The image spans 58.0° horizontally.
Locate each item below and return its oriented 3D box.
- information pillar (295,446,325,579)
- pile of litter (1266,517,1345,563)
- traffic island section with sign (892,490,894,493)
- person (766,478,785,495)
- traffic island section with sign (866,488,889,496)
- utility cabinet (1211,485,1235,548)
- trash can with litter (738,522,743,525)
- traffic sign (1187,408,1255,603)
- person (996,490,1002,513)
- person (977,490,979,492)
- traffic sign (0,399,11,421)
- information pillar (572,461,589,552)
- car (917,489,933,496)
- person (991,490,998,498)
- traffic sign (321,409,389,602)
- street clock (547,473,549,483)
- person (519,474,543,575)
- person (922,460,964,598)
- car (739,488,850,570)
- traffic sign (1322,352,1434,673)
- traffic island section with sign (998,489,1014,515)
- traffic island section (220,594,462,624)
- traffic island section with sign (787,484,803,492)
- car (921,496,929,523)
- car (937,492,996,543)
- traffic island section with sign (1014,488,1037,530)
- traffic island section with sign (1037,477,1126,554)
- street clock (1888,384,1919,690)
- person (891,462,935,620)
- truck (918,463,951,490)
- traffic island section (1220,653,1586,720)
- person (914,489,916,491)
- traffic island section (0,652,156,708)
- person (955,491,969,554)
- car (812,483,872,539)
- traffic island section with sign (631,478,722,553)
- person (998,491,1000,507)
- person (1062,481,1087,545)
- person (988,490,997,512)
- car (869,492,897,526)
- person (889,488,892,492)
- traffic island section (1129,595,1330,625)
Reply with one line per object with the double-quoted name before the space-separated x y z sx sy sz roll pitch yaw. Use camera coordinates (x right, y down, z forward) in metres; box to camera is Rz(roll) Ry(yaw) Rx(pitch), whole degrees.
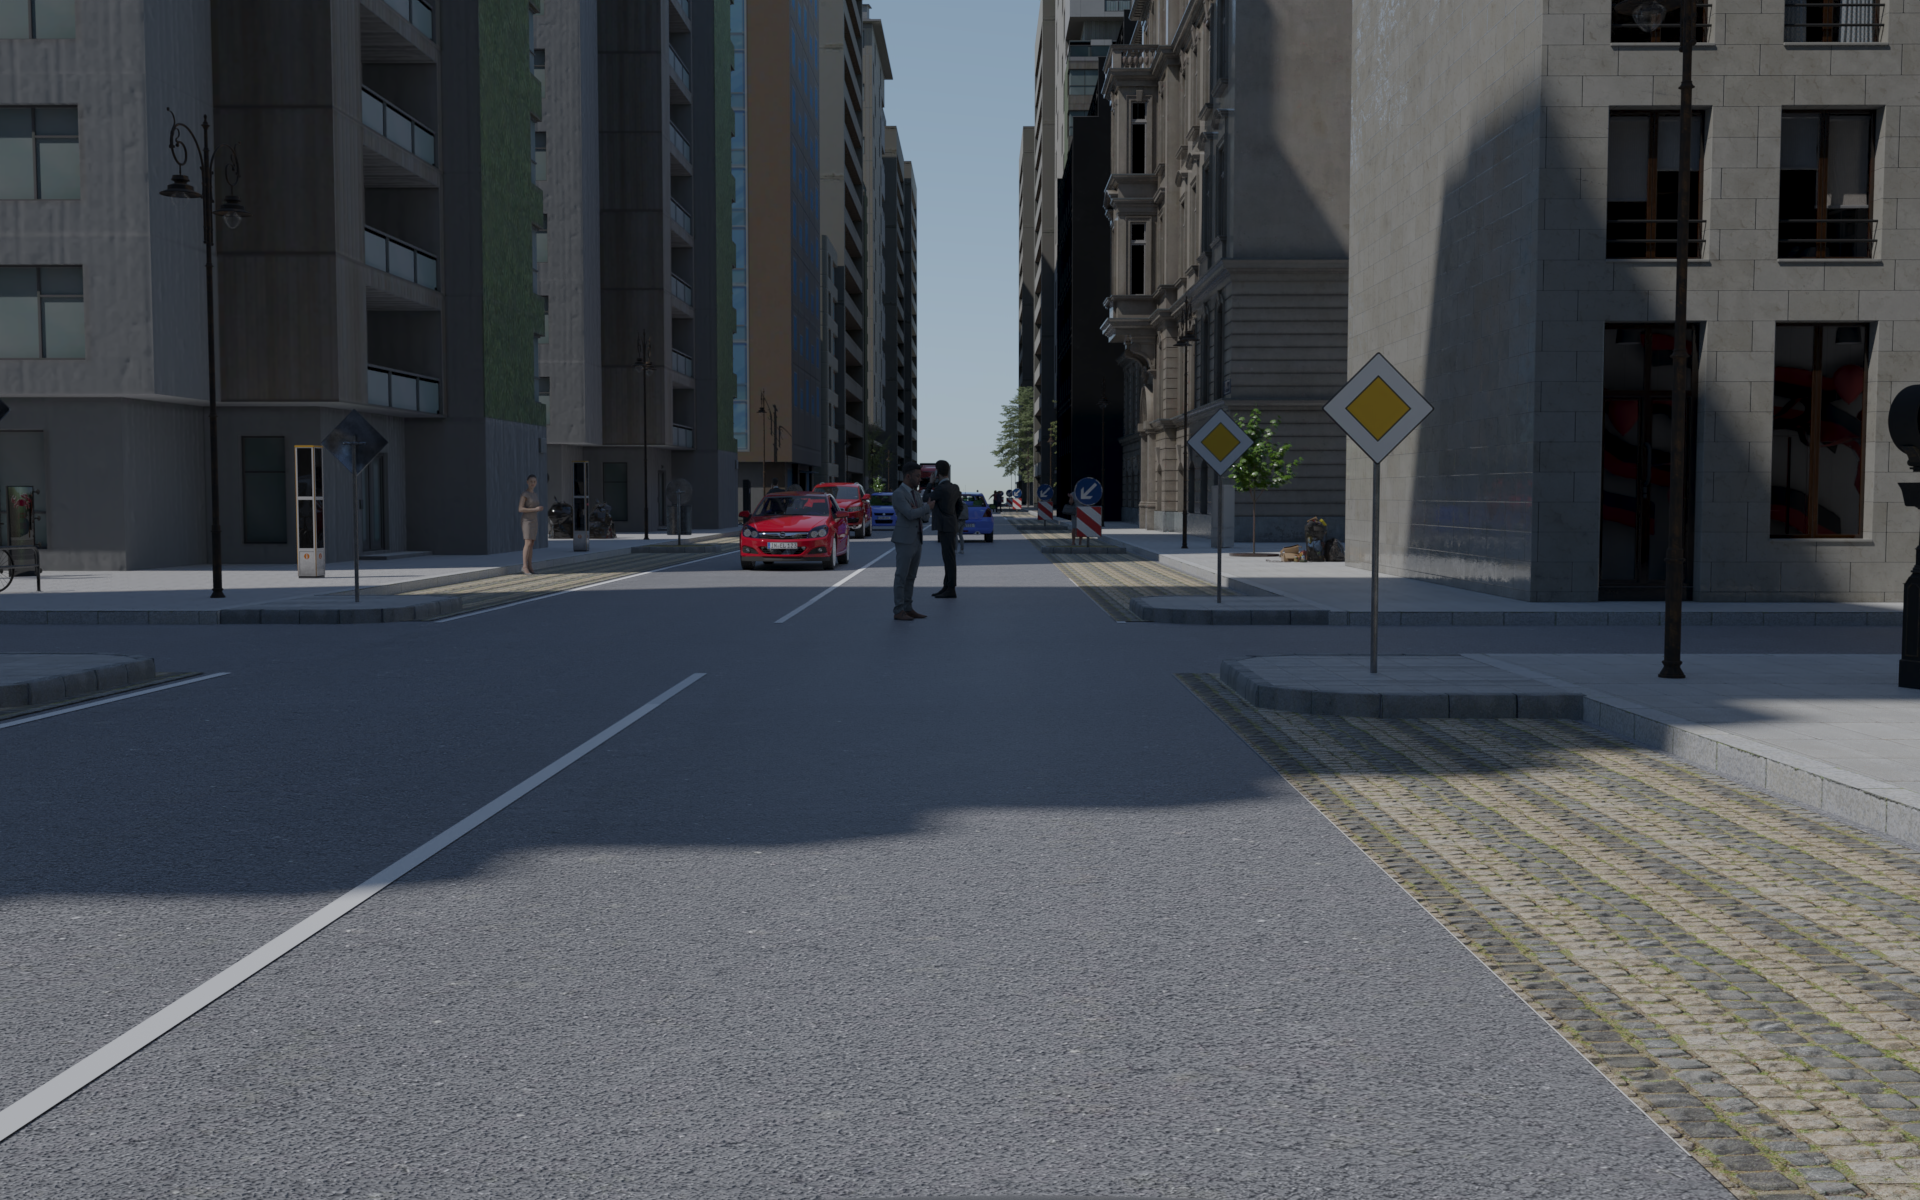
"information pillar" -9.895 -1.339 26.377 0.304 2.012 0.304 0 4 6
"pile of litter" 6.605 -1.160 32.936 1.719 0.858 1.176 0 4 -4
"traffic island section with sign" -5.816 -8.471 147.133 1.989 1.847 2.006 0 4 1
"person" -5.302 -2.589 50.187 0.648 1.900 0.474 -3 5 -41
"traffic island section with sign" -6.117 -6.778 119.444 1.989 1.847 2.006 0 4 1
"utility cabinet" 6.272 -2.000 41.384 0.318 1.500 1.173 1 4 21
"trash can with litter" -9.410 -3.701 71.562 1.678 1.210 2.233 -1 4 -16
"traffic sign" 3.049 -1.021 20.342 0.795 2.450 0.064 0 4 1
"person" 3.064 -7.639 134.312 0.530 1.710 0.541 -3 5 -40
"person" 1.596 -9.197 158.899 0.705 1.821 1.348 -3 5 -41
"traffic sign" -7.229 -0.541 12.487 0.795 2.450 0.064 0 4 1
"information pillar" -8.452 -2.086 38.605 0.304 2.012 0.304 0 4 1
"car" -2.931 -8.302 144.403 2.281 1.827 5.304 0 4 1
"person" 3.395 -9.589 165.368 1.348 1.812 0.705 -2 4 -30
"traffic sign" -7.144 -1.029 20.471 0.795 2.450 0.064 0 4 1
"street clock" -12.660 -2.922 52.344 0.471 2.002 0.358 0 4 -1
"person" -7.591 -1.335 30.672 0.374 1.781 0.599 1 4 18
"person" -0.249 -0.981 23.906 0.474 1.900 0.648 1 4 16
"car" -3.215 -1.535 34.135 2.155 1.783 4.494 0 4 2
"traffic sign" 2.964 -0.533 12.358 0.795 2.450 0.064 0 4 1
"traffic island section with sign" 3.814 -6.797 119.759 1.989 1.847 2.006 0 4 1
"traffic island section" -7.168 0.107 20.533 2.009 0.180 2.903 0 4 1
"traffic island section with sign" -6.654 -3.757 70.050 1.989 1.847 2.006 0 4 1
"car" -2.537 -4.583 87.286 2.083 1.381 4.827 0 4 1
"car" 0.141 -2.626 52.523 1.945 1.707 3.694 0 4 -1
"traffic island section with sign" 3.278 -3.722 69.486 1.989 1.847 2.006 0 4 1
"traffic island section with sign" 2.971 -2.049 42.132 1.989 1.847 2.006 0 4 1
"street clock" 6.353 -0.417 11.393 0.471 2.002 0.358 -1 4 -18
"person" -0.527 -0.677 19.751 0.466 1.800 0.511 1 4 13
"truck" -2.309 -10.330 157.801 2.839 4.237 11.283 0 4 2
"traffic island section" 2.988 0.602 12.435 2.009 0.180 2.903 0 4 1
"person" -3.472 -7.596 132.676 1.348 1.826 0.705 -3 5 -44
"traffic island section" -7.253 0.595 12.549 2.009 0.180 2.903 0 4 1
"person" -0.037 -1.872 41.710 0.523 1.515 0.503 0 4 6
"car" -4.036 -2.966 57.169 2.281 1.827 5.304 0 4 1
"traffic island section with sign" -6.938 -2.080 42.639 1.989 1.847 2.006 0 4 1
"person" 4.375 -11.572 197.725 0.705 1.821 1.348 0 4 -4
"person" 3.057 -2.255 45.719 0.716 1.782 0.532 0 4 5
"person" 2.831 -7.916 138.647 1.217 1.743 0.721 1 4 20
"car" -2.967 -3.654 69.337 1.945 1.707 3.694 0 3 0
"person" -4.262 -5.985 106.360 1.348 1.823 0.705 0 4 -6
"traffic island section" 3.073 0.114 20.419 2.009 0.180 2.903 0 4 1
